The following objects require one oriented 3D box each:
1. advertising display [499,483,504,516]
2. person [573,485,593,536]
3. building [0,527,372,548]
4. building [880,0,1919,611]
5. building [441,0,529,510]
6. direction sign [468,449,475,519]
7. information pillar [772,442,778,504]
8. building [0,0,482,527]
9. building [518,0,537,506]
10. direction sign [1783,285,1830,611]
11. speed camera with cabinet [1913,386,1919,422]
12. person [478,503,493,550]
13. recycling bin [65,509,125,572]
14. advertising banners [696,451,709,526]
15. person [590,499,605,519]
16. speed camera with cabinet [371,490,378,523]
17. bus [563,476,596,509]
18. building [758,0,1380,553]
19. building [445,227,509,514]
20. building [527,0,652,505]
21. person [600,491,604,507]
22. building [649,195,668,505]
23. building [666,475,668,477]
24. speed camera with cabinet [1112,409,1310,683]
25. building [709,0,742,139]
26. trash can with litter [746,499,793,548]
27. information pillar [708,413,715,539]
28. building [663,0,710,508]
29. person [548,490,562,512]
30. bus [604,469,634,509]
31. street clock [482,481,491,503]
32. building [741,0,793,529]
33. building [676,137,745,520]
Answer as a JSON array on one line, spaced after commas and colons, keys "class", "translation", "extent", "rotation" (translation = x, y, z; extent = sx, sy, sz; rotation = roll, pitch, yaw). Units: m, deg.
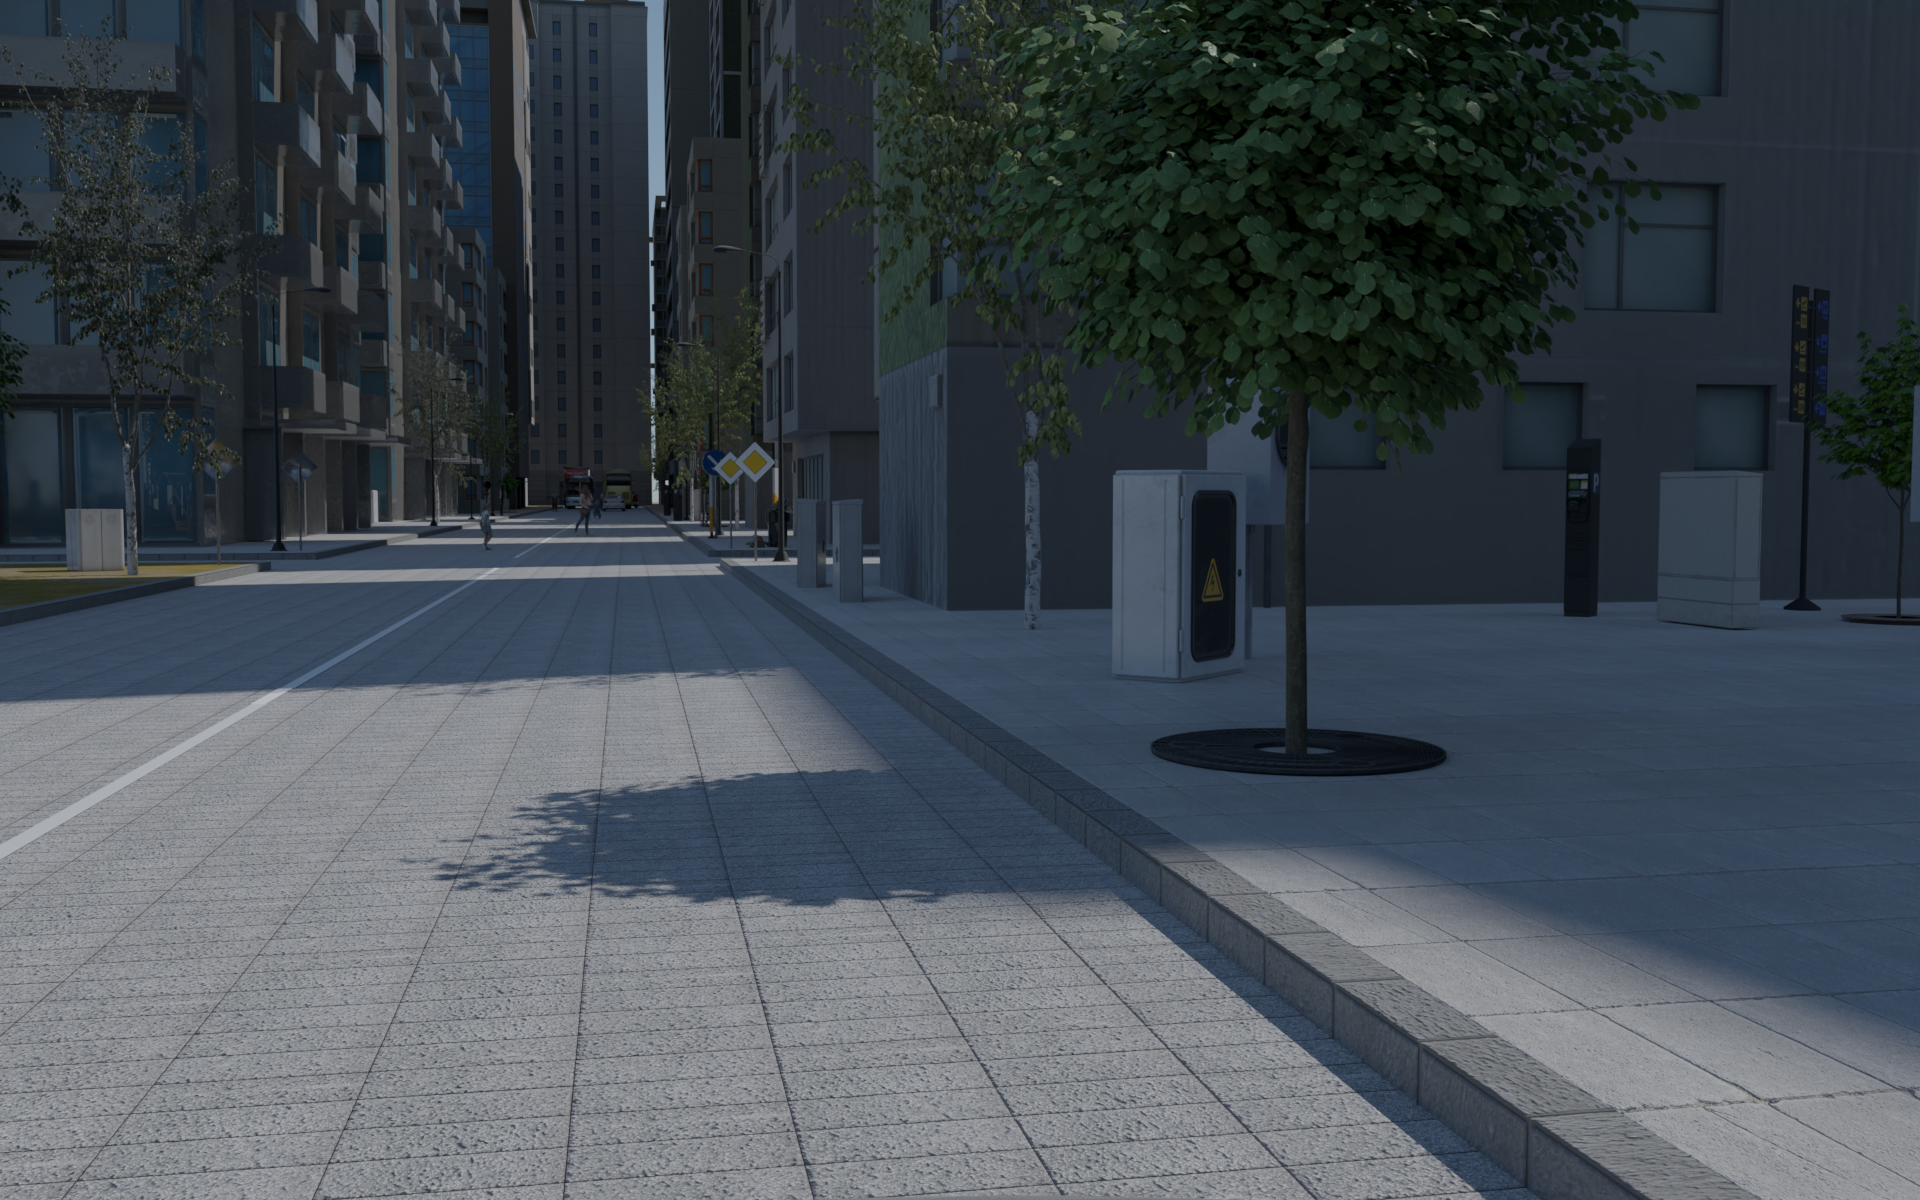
[{"class": "advertising display", "translation": [-27.094, -5.938, 102.293], "extent": [0.123, 1.923, 0.974], "rotation": [-1, 4, -23]}, {"class": "person", "translation": [-13.013, -3.100, 59.782], "extent": [0.643, 1.750, 0.593], "rotation": [1, 4, 12]}, {"class": "building", "translation": [-29.965, -26.380, 50.916], "extent": [23.786, 49.044, 30.456], "rotation": [-1, 4, -11]}, {"class": "building", "translation": [5.459, -20.927, 25.756], "extent": [14.154, 41.232, 14.086], "rotation": [-1, 4, -11]}, {"class": "building", "translation": [-44.141, -30.337, 146.121], "extent": [14.600, 45.320, 14.200], "rotation": [-1, 4, -11]}, {"class": "direction sign", "translation": [-24.888, -5.882, 88.165], "extent": [0.379, 3.537, 0.876], "rotation": [-1, 4, -19]}, {"class": "information pillar", "translation": [-5.757, -3.878, 54.757], "extent": [0.183, 3.616, 0.504], "rotation": [2, 4, 26]}, {"class": "building", "translation": [-37.755, -28.679, 88.508], "extent": [23.786, 49.044, 30.456], "rotation": [-1, 4, -11]}, {"class": "building", "translation": [-55.848, -35.469, 169.152], "extent": [27.495, 52.752, 28.713], "rotation": [-1, 4, -11]}, {"class": "direction sign", "translation": [9.336, -1.657, 19.093], "extent": [0.876, 3.537, 0.379], "rotation": [-3, 5, -41]}, {"class": "speed camera with cabinet", "translation": [8.641, -1.178, 13.598], "extent": [2.038, 3.252, 0.660], "rotation": [2, 4, 29]}, {"class": "person", "translation": [-12.185, -1.883, 44.305], "extent": [0.382, 1.210, 0.505], "rotation": [-3, 5, -44]}, {"class": "recycling bin", "translation": [-14.489, -1.006, 29.009], "extent": [0.722, 1.027, 0.722], "rotation": [-3, 5, -42]}, {"class": "advertising banners", "translation": [-10.370, -4.493, 69.645], "extent": [0.090, 3.025, 2.074], "rotation": [-1, 4, -20]}, {"class": "person", "translation": [-21.059, -5.264, 100.062], "extent": [1.012, 1.151, 0.738], "rotation": [-1, 4, -10]}, {"class": "speed camera with cabinet", "translation": [-26.601, -4.984, 75.816], "extent": [2.038, 3.252, 0.660], "rotation": [0, 4, 2]}, {"class": "bus", "translation": [-36.680, -10.559, 167.506], "extent": [2.948, 3.499, 13.247], "rotation": [-1, 4, -11]}, {"class": "building", "translation": [1.961, -22.233, 47.101], "extent": [14.086, 41.232, 14.154], "rotation": [-1, 4, -11]}, {"class": "building", "translation": [-47.652, -17.068, 124.107], "extent": [27.650, 21.520, 28.899], "rotation": [-1, 4, -11]}, {"class": "building", "translation": [-51.001, -40.515, 204.425], "extent": [28.212, 58.520, 21.231], "rotation": [-1, 4, -11]}, {"class": "person", "translation": [-30.845, -8.578, 149.682], "extent": [0.436, 1.711, 0.756], "rotation": [-1, 4, -12]}, {"class": "building", "translation": [-26.037, -31.973, 214.631], "extent": [23.993, 40.220, 32.217], "rotation": [-1, 4, -11]}, {"class": "building", "translation": [-17.621, -33.954, 174.755], "extent": [23.786, 49.044, 30.456], "rotation": [-1, 4, -11]}, {"class": "speed camera with cabinet", "translation": [1.868, -1.116, 12.578], "extent": [0.660, 3.252, 2.038], "rotation": [3, 4, 36]}, {"class": "building", "translation": [-9.824, -42.135, 127.164], "extent": [20.563, 71.187, 20.611], "rotation": [-1, 4, -11]}, {"class": "trash can with litter", "translation": [-4.572, -1.846, 41.577], "extent": [1.055, 1.170, 0.624], "rotation": [-2, 4, -32]}, {"class": "information pillar", "translation": [-7.178, -3.591, 50.063], "extent": [0.183, 3.616, 0.504], "rotation": [0, 4, -1]}, {"class": "building", "translation": [-14.282, -32.124, 148.937], "extent": [21.300, 48.544, 21.600], "rotation": [-1, 4, -11]}, {"class": "person", "translation": [-32.760, -8.001, 140.054], "extent": [1.217, 1.736, 0.721], "rotation": [-2, 4, -24]}, {"class": "bus", "translation": [-32.961, -10.749, 167.291], "extent": [2.896, 3.916, 12.252], "rotation": [-1, 4, -11]}, {"class": "street clock", "translation": [-25.330, -5.389, 92.684], "extent": [0.358, 2.002, 0.471], "rotation": [3, 4, 39]}, {"class": "building", "translation": [-1.961, -18.282, 70.608], "extent": [14.160, 30.474, 14.107], "rotation": [-1, 4, -11]}, {"class": "building", "translation": [-2.037, -15.646, 100.854], "extent": [27.650, 21.520, 28.899], "rotation": [-1, 4, -11]}]
